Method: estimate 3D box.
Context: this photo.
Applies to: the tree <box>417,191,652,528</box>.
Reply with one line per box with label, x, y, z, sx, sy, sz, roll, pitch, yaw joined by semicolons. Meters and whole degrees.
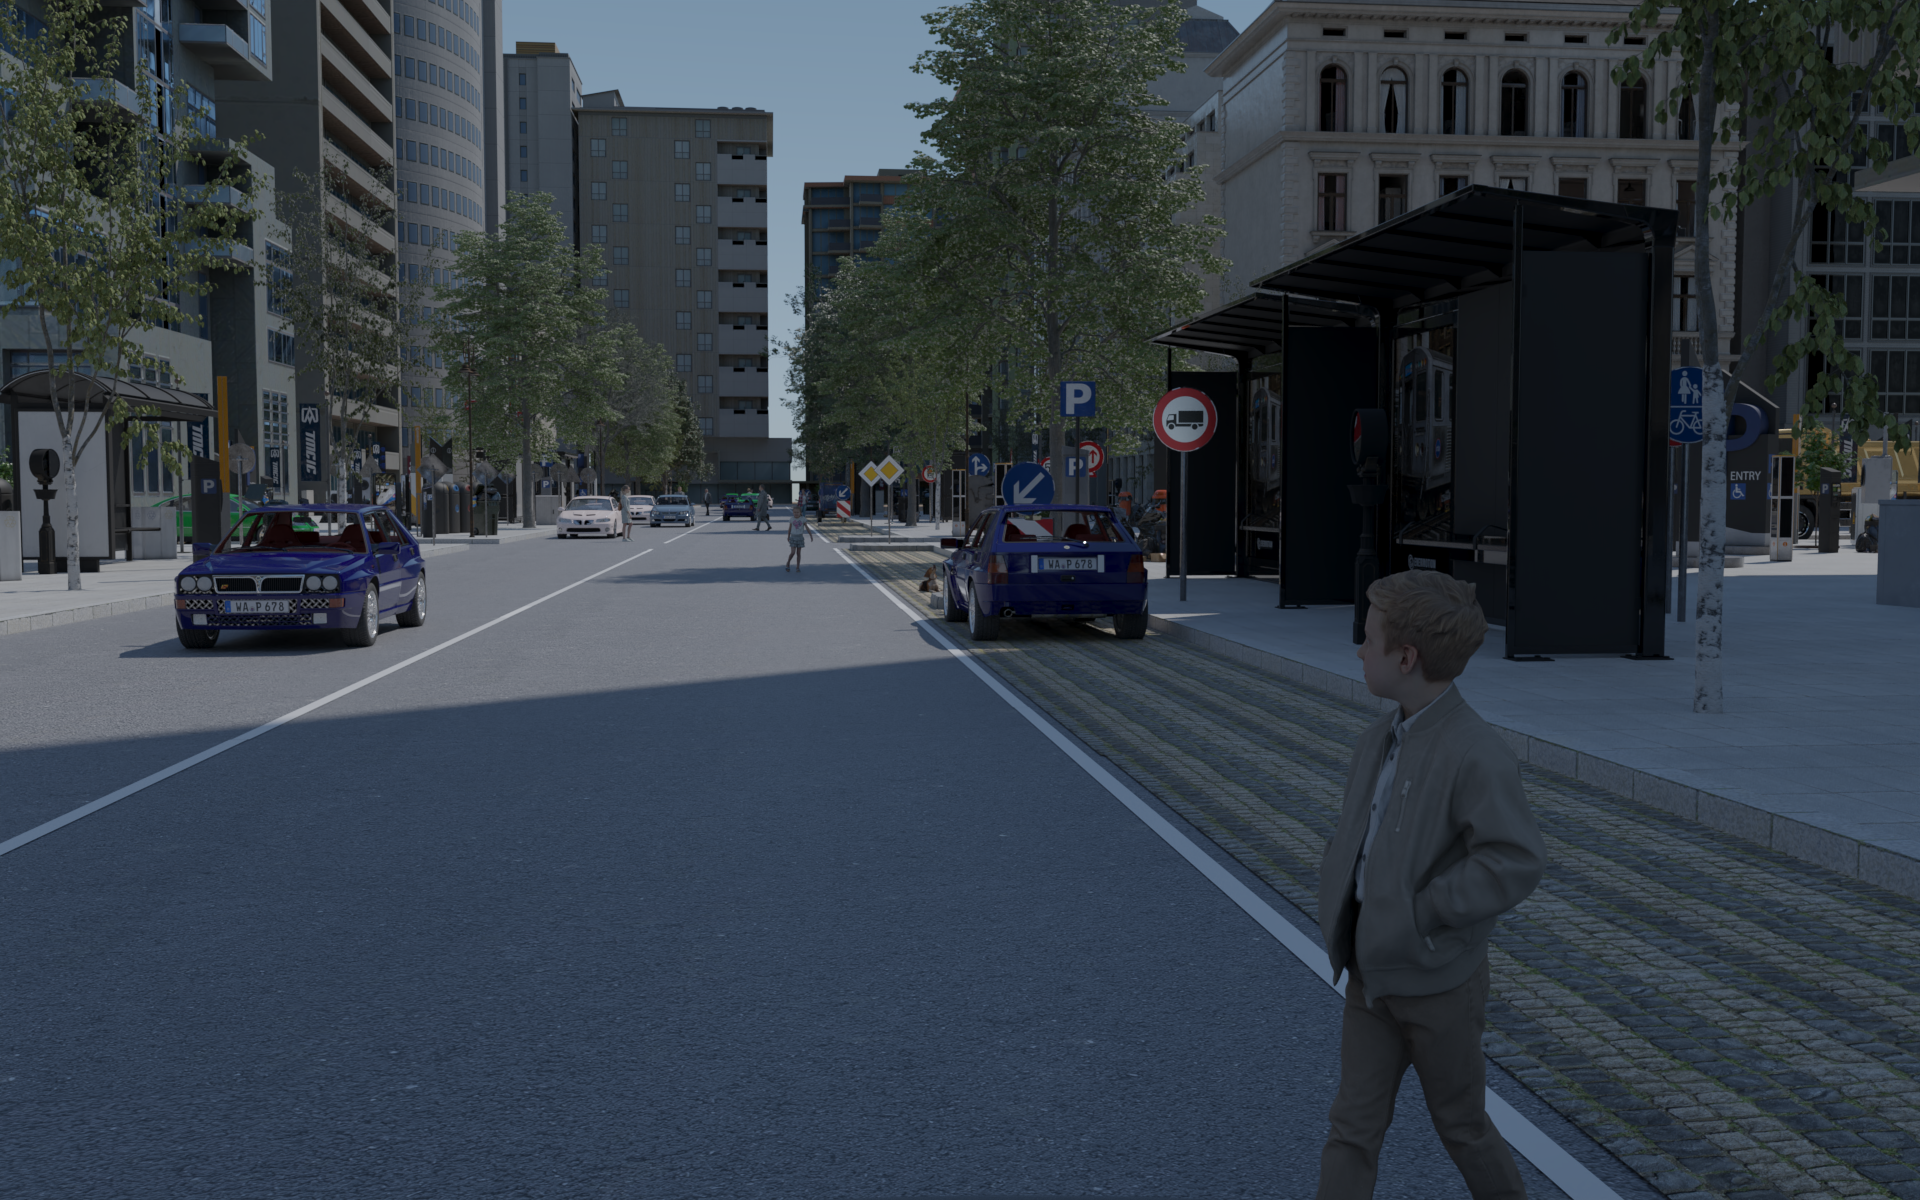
tree;-16.246;-8.972;64.821;7.486;12.596;7.792;0;3;0

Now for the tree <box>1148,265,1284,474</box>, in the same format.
tree;8.927;-6.473;56.204;4.360;8.622;3.978;0;3;0

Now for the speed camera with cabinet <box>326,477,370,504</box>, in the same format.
speed camera with cabinet;-30.613;-5.647;86.657;2.038;3.252;0.660;-2;4;-30

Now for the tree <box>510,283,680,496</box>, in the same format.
tree;-21.094;-11.696;101.598;12.009;13.543;11.850;0;3;0

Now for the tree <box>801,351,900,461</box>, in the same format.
tree;-6.572;-11.594;115.311;9.928;11.665;9.643;0;3;0

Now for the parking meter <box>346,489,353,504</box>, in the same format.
parking meter;-27.864;-4.331;79.215;0.372;1.533;0.369;0;3;0

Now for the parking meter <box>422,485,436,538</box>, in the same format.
parking meter;-15.576;-2.593;50.808;0.372;1.533;0.369;0;3;0

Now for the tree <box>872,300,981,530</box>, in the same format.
tree;-0.901;-6.842;62.221;4.737;8.622;4.395;0;3;0

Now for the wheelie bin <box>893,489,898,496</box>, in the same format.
wheelie bin;-4.369;-6.602;115.846;0.693;1.594;0.980;0;4;6

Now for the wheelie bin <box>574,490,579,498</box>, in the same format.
wheelie bin;-26.300;-6.877;120.340;0.980;1.594;0.693;-2;4;-29

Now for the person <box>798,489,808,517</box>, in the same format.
person;-8.232;-4.970;90.602;0.563;1.720;0.643;-3;4;-36

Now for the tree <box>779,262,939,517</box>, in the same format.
tree;-5.143;-11.547;95.445;9.857;13.997;8.962;0;3;0

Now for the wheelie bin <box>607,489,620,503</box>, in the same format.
wheelie bin;-22.292;-6.345;111.648;0.693;1.594;0.980;1;4;13

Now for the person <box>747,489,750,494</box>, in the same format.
person;-13.675;-6.341;112.408;0.478;1.798;0.641;1;4;11

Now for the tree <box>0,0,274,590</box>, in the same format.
tree;-11.628;-4.431;22.816;4.737;8.622;4.395;0;3;0

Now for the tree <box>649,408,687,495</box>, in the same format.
tree;-25.127;-12.014;146.791;4.737;8.622;4.395;0;3;0

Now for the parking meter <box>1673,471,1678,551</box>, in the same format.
parking meter;15.977;-2.025;38.821;0.399;1.863;0.255;1;4;20

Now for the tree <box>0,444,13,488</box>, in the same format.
tree;-31.683;-3.808;56.856;1.663;3.219;1.824;0;3;0

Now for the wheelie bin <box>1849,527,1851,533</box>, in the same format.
wheelie bin;29.538;-2.995;56.872;0.980;1.594;0.693;-3;5;-44

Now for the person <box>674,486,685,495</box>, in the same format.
person;-14.026;-4.765;86.514;0.694;1.812;0.767;-1;4;-23

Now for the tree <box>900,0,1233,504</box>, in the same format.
tree;1.731;-7.168;35.329;7.486;12.596;7.792;0;3;0

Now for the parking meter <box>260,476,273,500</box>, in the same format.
parking meter;-22.135;-3.036;55.344;0.399;1.863;0.255;3;5;40

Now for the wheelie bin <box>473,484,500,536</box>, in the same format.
wheelie bin;-14.682;-2.803;53.744;0.693;1.594;0.980;2;4;34

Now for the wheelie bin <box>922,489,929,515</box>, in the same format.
wheelie bin;-1.981;-6.114;107.876;0.693;1.594;0.980;-2;4;-27

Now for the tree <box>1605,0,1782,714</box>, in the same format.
tree;4.581;-3.634;9.773;4.737;8.622;4.395;0;3;0

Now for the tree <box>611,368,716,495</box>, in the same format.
tree;-26.715;-14.612;155.921;9.611;12.733;9.660;0;3;0

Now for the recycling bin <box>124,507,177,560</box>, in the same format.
recycling bin;-16.011;-1.327;34.247;0.722;1.027;0.722;2;4;34

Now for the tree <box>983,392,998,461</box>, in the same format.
tree;3.366;-10.306;118.862;4.360;8.622;3.978;0;3;0

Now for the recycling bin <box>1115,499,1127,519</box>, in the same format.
recycling bin;8.331;-4.793;90.924;0.722;1.027;0.722;-1;4;-11

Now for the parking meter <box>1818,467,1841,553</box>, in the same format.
parking meter;19.002;-1.965;37.832;0.255;1.863;0.399;-1;4;-15

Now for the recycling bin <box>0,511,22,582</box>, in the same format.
recycling bin;-14.374;-0.793;25.517;0.722;1.027;0.722;2;4;30

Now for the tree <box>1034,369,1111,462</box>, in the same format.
tree;6.600;-8.875;95.461;4.360;8.622;3.978;0;3;0

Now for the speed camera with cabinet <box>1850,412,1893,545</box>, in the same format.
speed camera with cabinet;22.436;-2.956;42.660;0.660;3.252;2.038;1;4;19

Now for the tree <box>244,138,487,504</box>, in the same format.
tree;-13.032;-5.302;37.057;4.360;8.622;3.978;0;3;0

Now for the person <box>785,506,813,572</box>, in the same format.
person;-2.959;-1.122;31.856;0.505;1.210;0.382;0;4;-7

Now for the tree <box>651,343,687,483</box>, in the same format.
tree;-22.424;-12.053;115.198;7.486;12.596;7.792;0;3;0

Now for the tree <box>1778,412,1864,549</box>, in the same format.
tree;20.282;-2.852;41.230;1.663;3.219;1.824;0;3;0

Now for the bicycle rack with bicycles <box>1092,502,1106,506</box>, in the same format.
bicycle rack with bicycles;5.870;-4.121;80.763;2.925;0.926;2.852;1;4;9

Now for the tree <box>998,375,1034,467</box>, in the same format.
tree;4.693;-9.350;103.233;4.360;8.622;3.978;0;3;0

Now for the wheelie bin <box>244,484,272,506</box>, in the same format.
wheelie bin;-21.664;-2.787;53.480;0.980;1.594;0.693;1;4;16

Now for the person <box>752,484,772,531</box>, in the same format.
person;-7.752;-3.617;67.735;0.767;1.812;0.694;1;4;8

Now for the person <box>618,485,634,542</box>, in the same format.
person;-10.055;-2.607;52.121;0.522;1.701;0.512;-1;4;-15

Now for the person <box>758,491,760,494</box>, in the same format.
person;-18.611;-9.274;160.794;0.551;1.740;0.621;3;5;42

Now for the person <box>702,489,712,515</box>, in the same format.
person;-17.003;-6.562;116.190;0.661;1.777;0.834;1;4;17

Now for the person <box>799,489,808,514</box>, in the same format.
person;-11.352;-7.158;125.553;0.660;1.820;0.620;-1;4;-13

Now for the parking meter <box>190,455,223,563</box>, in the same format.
parking meter;-11.376;-1.252;26.178;0.399;1.863;0.255;-3;5;-42

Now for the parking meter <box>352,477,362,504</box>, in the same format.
parking meter;-20.277;-3.217;58.305;0.255;1.863;0.399;-2;4;-29

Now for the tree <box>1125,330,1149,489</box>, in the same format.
tree;8.633;-7.536;73.568;4.360;8.622;3.978;0;3;0

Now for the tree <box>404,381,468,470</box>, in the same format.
tree;-34.365;-10.016;114.120;4.737;8.622;4.395;0;3;0

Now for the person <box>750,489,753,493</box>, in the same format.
person;-14.186;-6.678;118.025;0.374;1.781;0.599;1;4;13

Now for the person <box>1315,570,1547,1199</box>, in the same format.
person;0.800;0.599;2.975;0.640;1.303;0.475;-2;4;-35
